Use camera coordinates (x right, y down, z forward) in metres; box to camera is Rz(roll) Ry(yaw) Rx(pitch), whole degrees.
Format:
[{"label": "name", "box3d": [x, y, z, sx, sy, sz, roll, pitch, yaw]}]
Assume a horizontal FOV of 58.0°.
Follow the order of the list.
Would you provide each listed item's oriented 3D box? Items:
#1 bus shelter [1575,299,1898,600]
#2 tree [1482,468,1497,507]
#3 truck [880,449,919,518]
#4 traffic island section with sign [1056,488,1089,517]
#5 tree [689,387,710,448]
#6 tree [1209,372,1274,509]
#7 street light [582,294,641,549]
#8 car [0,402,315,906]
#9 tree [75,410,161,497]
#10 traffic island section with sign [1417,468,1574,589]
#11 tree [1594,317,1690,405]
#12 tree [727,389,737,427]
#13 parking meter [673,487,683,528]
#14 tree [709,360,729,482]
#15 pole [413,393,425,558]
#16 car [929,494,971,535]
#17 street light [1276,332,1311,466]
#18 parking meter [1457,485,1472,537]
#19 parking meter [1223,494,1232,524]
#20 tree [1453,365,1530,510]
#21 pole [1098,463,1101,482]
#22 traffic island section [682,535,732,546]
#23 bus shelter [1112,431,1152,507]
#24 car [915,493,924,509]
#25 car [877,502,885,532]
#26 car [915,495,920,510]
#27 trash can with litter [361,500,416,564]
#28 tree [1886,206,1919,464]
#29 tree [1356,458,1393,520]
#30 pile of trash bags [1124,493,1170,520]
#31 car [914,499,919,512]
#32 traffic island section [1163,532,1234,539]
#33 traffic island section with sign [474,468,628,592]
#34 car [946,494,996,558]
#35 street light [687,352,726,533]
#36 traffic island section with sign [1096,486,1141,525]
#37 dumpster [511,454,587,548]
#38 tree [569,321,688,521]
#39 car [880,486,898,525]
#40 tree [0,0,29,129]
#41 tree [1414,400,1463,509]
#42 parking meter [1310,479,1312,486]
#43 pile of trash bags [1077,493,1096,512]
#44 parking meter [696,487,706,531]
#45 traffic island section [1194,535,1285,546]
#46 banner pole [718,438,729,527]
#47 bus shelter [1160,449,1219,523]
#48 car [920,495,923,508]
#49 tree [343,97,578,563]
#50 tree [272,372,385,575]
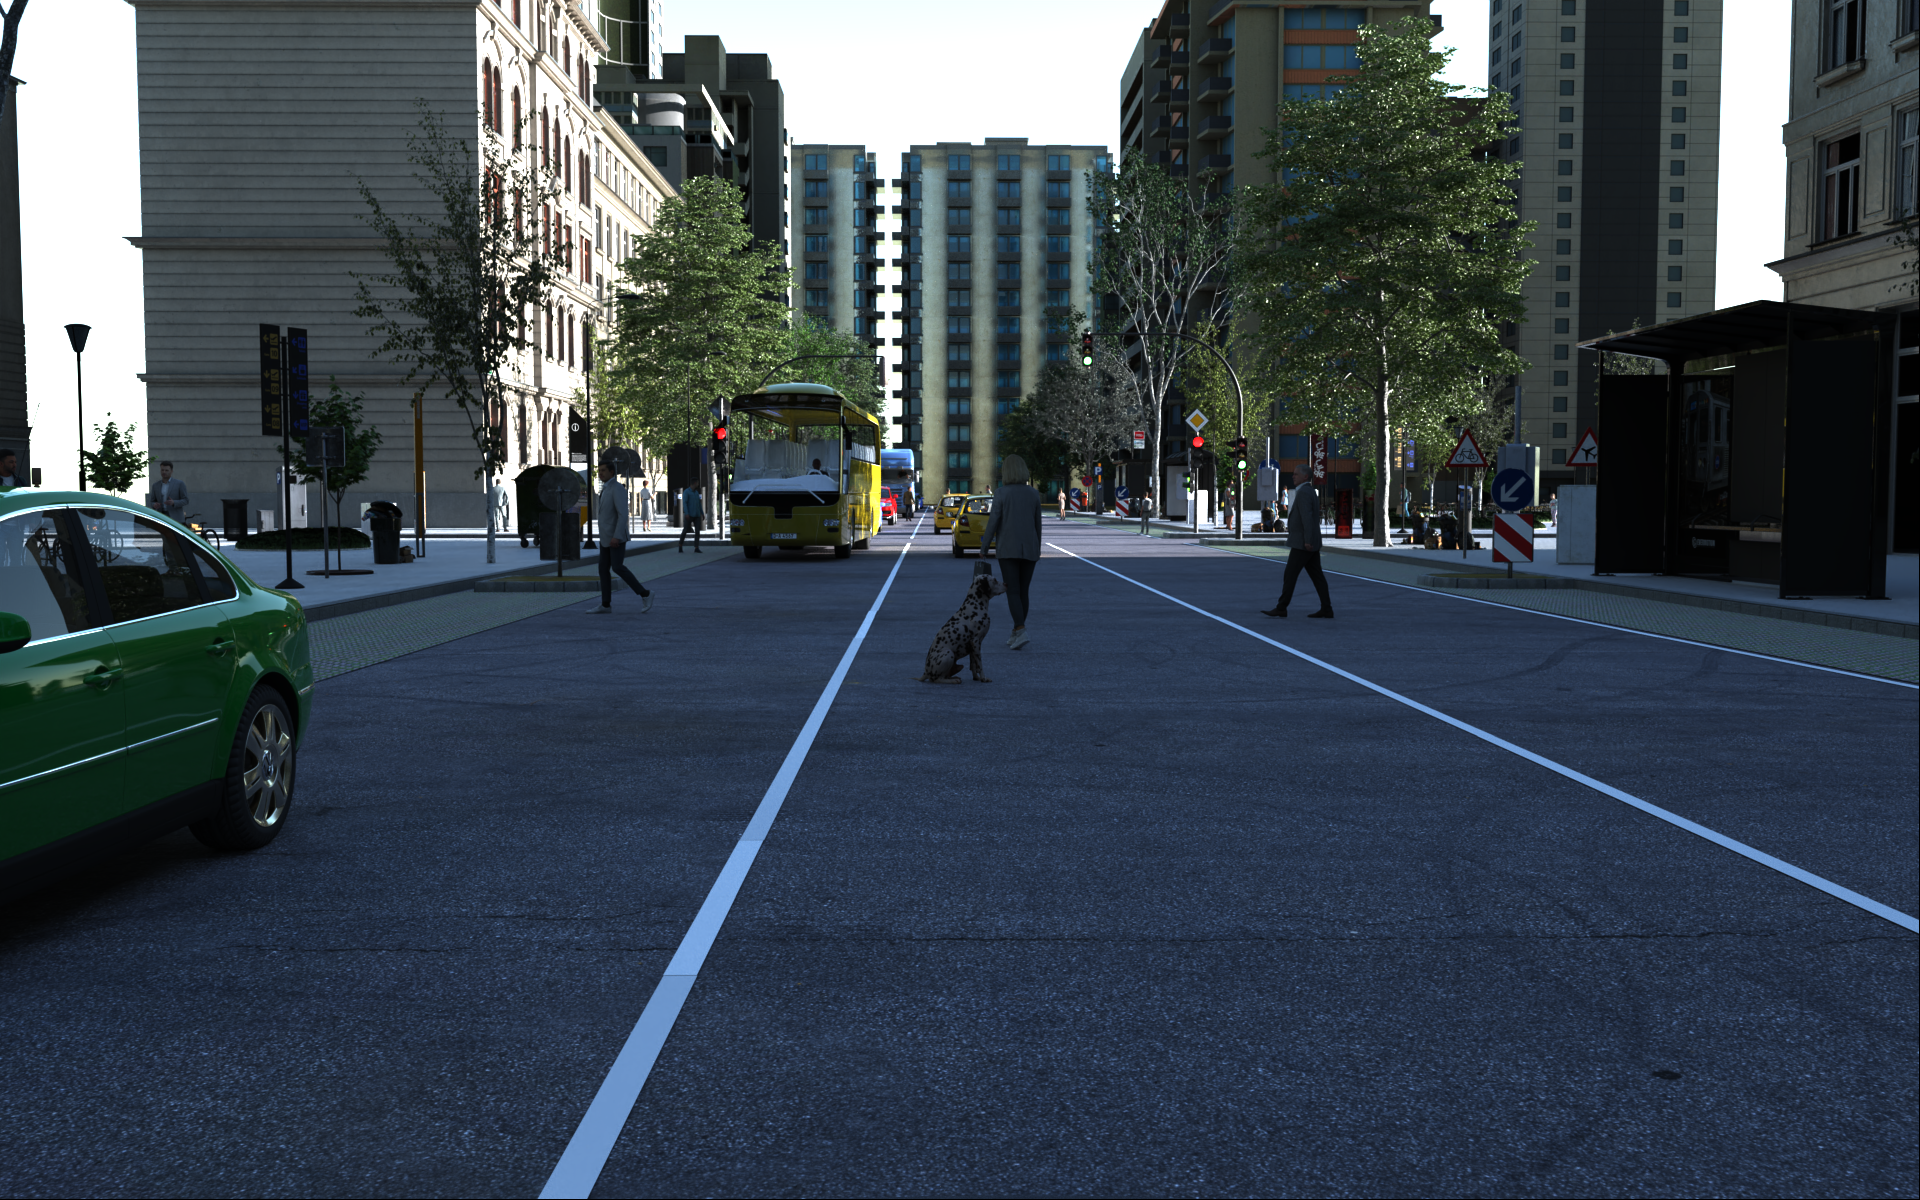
[{"label": "bus shelter", "box3d": [10.488, -2.004, 24.055, 1.731, 3.624, 6.357, 0, 4, -1]}, {"label": "tree", "box3d": [39.117, -8.096, 126.975, 1.663, 3.219, 1.824, 0, 3, 0]}, {"label": "truck", "box3d": [-4.204, -7.301, 109.124, 2.967, 4.110, 18.799, 0, 4, -2]}, {"label": "traffic island section with sign", "box3d": [7.049, -6.124, 108.754, 1.989, 1.847, 2.006, 0, 4, -1]}, {"label": "tree", "box3d": [-14.423, -8.041, 81.837, 4.737, 8.622, 4.395, 0, 3, 0]}, {"label": "tree", "box3d": [16.755, -9.439, 104.693, 4.360, 8.622, 3.978, 0, 3, 0]}, {"label": "street light", "box3d": [-8.116, -4.148, 40.353, 1.470, 5.913, 1.316, 0, 4, -1]}, {"label": "car", "box3d": [-3.674, 0.192, 5.650, 1.959, 1.807, 4.718, 0, 4, 0]}, {"label": "tree", "box3d": [-19.694, -2.787, 40.171, 1.663, 3.219, 1.824, 0, 3, 0]}, {"label": "traffic island section with sign", "box3d": [8.228, -1.120, 26.932, 1.989, 1.847, 2.006, 0, 4, -1]}, {"label": "tree", "box3d": [28.620, -7.513, 73.208, 4.360, 8.622, 3.978, 0, 3, 0]}, {"label": "tree", "box3d": [-15.013, -10.467, 121.497, 4.360, 8.622, 3.978, 0, 3, 0]}, {"label": "parking meter", "box3d": [-10.747, -3.525, 66.047, 0.372, 1.533, 0.369, 0, 3, 0]}, {"label": "tree", "box3d": [-13.721, -8.499, 89.329, 4.737, 8.622, 4.395, 0, 3, 0]}, {"label": "pole", "box3d": [-10.933, -2.518, 35.008, 0.158, 3.312, 0.155, 0, 3, 0]}, {"label": "car", "box3d": [-0.092, -3.197, 62.499, 2.015, 1.641, 3.980, 0, 4, -1]}, {"label": "street light", "box3d": [9.301, -4.665, 48.810, 1.470, 5.913, 1.316, 0, 4, -1]}, {"label": "parking meter", "box3d": [13.976, -2.418, 47.948, 0.372, 1.533, 0.369, 0, 3, 0]}, {"label": "parking meter", "box3d": [11.352, -3.972, 73.358, 0.372, 1.533, 0.369, 0, 3, 0]}, {"label": "tree", "box3d": [28.541, -8.794, 94.146, 4.360, 8.622, 3.978, 0, 3, 0]}, {"label": "pole", "box3d": [9.234, -7.403, 114.890, 0.158, 3.312, 0.155, 0, 3, 0]}, {"label": "traffic island section", "box3d": [-6.731, -1.626, 48.863, 2.009, 0.180, 2.903, 0, 4, -1]}, {"label": "bus shelter", "box3d": [10.677, -7.935, 107.377, 2.179, 5.291, 8.768, 0, 4, -1]}, {"label": "car", "box3d": [-4.432, -9.477, 164.545, 1.945, 1.707, 3.694, 0, 4, -3]}, {"label": "car", "box3d": [-3.845, -3.487, 66.607, 1.945, 1.707, 3.694, 0, 4, -2]}, {"label": "car", "box3d": [-4.661, -9.007, 159.270, 2.014, 1.417, 4.499, 0, 4, 1]}, {"label": "trash can with litter", "box3d": [-10.552, -1.265, 32.062, 0.624, 1.170, 1.055, 1, 4, 9]}, {"label": "tree", "box3d": [15.380, -4.537, 24.544, 4.360, 8.622, 3.978, 0, 3, 0]}, {"label": "tree", "box3d": [20.074, -5.481, 84.218, 1.663, 3.219, 1.824, 0, 3, 0]}, {"label": "pile of trash bags", "box3d": [10.206, -5.201, 94.785, 1.912, 1.369, 3.447, 1, 4, 21]}, {"label": "car", "box3d": [-4.474, -8.046, 143.356, 2.131, 1.459, 4.920, 0, 4, 0]}, {"label": "traffic island section", "box3d": [7.794, -2.127, 57.053, 2.009, 0.180, 2.903, 0, 4, -1]}, {"label": "traffic island section with sign", "box3d": [-6.084, -1.067, 26.075, 1.989, 1.847, 2.006, 0, 4, -1]}, {"label": "car", "box3d": [0.681, -1.837, 40.259, 2.015, 1.641, 3.980, 0, 4, -1]}, {"label": "street light", "box3d": [-8.311, -5.140, 56.582, 1.470, 5.913, 1.316, 0, 4, -1]}, {"label": "traffic island section with sign", "box3d": [7.447, -4.466, 81.649, 1.989, 1.847, 2.006, 0, 4, -1]}, {"label": "dumpster", "box3d": [-9.921, -2.410, 41.894, 1.502, 2.255, 1.985, 0, 4, -1]}, {"label": "tree", "box3d": [-14.279, -7.412, 71.552, 4.737, 8.622, 4.395, 0, 3, 0]}, {"label": "car", "box3d": [-4.016, -4.414, 80.848, 2.281, 1.827, 5.304, 0, 4, 0]}, {"label": "tree", "box3d": [-8.060, -9.722, 14.850, 12.611, 20.169, 13.585, 0, 3, 0]}, {"label": "tree", "box3d": [34.536, -10.742, 126.001, 4.737, 8.622, 4.395, 0, 3, 0]}, {"label": "parking meter", "box3d": [12.337, -3.419, 61.613, 0.255, 1.863, 0.399, 0, 4, -3]}, {"label": "pile of trash bags", "box3d": [9.203, -6.948, 123.348, 1.912, 1.369, 3.447, 1, 4, 16]}, {"label": "parking meter", "box3d": [-9.078, -3.189, 60.545, 0.372, 1.533, 0.369, 0, 3, 0]}, {"label": "traffic island section", "box3d": [7.909, -1.638, 49.069, 2.009, 0.180, 2.903, 0, 4, -1]}, {"label": "banner pole", "box3d": [-9.246, -4.795, 68.414, 0.863, 3.779, 0.401, 2, 4, 27]}, {"label": "bus shelter", "box3d": [10.601, -5.261, 79.948, 2.014, 3.302, 5.546, 0, 4, -1]}, {"label": "car", "box3d": [-4.757, -10.298, 180.733, 2.083, 1.381, 4.827, 0, 4, -2]}, {"label": "tree", "box3d": [-8.888, -4.977, 31.744, 4.360, 8.622, 3.978, 0, 3, 0]}, {"label": "tree", "box3d": [-10.080, -2.021, 27.650, 1.663, 3.219, 1.824, 0, 3, 0]}]
